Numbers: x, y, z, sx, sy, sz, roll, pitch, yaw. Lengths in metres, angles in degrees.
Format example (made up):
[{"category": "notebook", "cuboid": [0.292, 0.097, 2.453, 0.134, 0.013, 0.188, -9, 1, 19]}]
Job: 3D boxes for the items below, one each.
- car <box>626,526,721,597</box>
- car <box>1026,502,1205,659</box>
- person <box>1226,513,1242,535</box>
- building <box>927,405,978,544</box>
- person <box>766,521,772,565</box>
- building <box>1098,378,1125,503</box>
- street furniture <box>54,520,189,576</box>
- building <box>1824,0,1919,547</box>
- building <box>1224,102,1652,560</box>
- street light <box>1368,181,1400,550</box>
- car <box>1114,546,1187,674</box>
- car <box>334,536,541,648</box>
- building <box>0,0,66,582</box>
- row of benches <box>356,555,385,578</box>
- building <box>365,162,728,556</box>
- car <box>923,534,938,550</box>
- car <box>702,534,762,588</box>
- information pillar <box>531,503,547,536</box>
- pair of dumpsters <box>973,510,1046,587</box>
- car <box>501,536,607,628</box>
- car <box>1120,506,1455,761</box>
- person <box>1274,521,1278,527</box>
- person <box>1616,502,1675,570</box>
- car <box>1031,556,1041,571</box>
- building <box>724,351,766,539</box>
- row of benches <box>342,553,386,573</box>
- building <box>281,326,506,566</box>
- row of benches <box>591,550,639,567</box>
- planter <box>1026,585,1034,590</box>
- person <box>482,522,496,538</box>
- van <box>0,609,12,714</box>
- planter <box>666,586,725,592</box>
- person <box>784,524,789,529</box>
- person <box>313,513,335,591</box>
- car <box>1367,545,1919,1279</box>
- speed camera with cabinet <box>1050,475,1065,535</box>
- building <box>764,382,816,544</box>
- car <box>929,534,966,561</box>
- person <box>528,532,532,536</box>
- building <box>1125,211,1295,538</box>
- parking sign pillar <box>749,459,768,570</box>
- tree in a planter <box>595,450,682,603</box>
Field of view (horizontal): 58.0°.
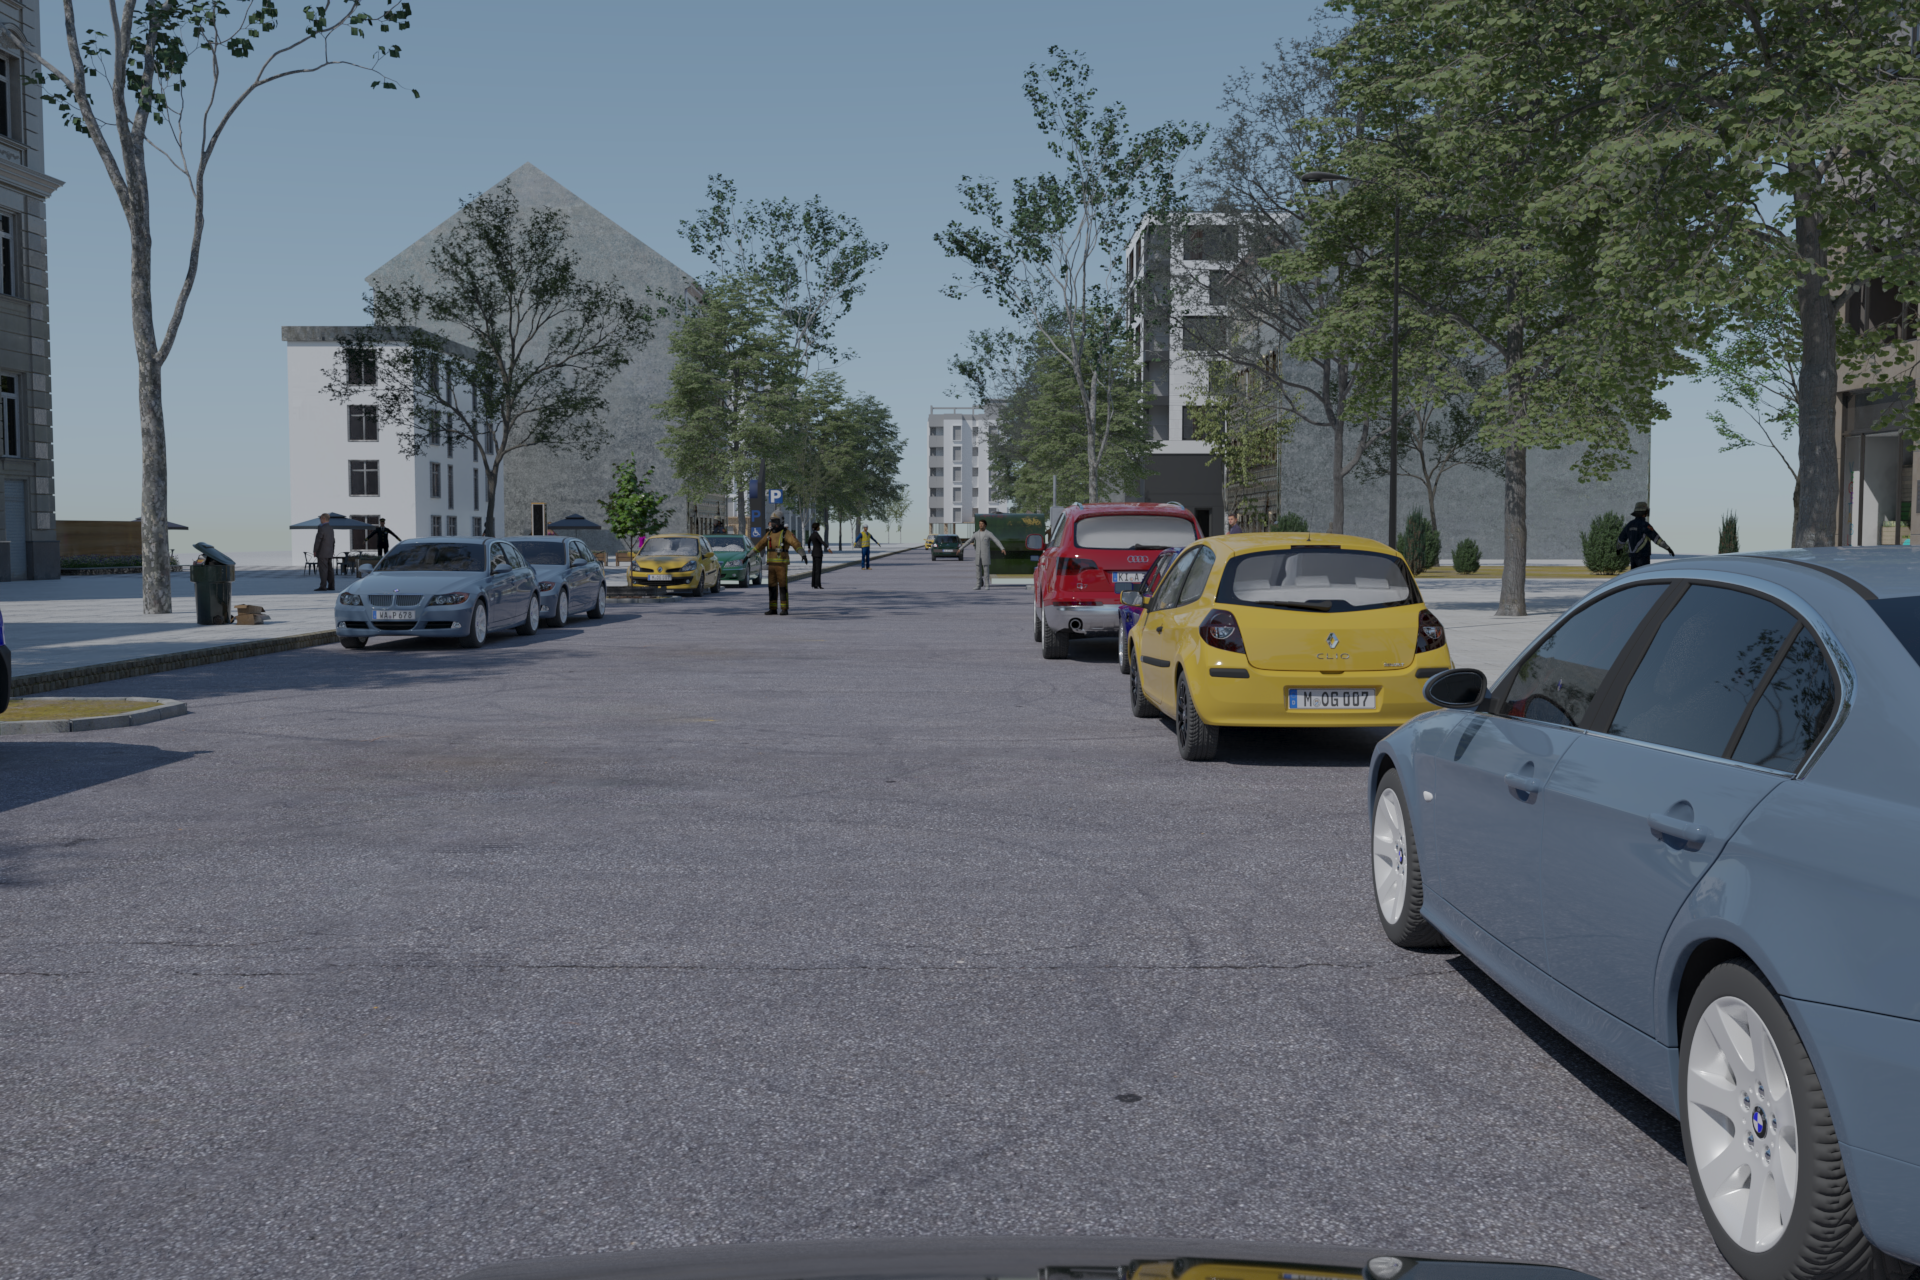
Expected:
[{"category": "car", "cuboid": [-6.705, -1.866, 40.739, 2.015, 1.641, 3.980, 0, 4, 1]}, {"category": "car", "cuboid": [1.968, -0.777, 21.371, 2.281, 1.827, 5.304, 0, 4, 1]}, {"category": "person", "cuboid": [5.718, -1.788, 36.190, 0.530, 1.710, 0.541, 0, 4, 1]}, {"category": "building", "cuboid": [-4.253, -23.643, 245.445, 11.380, 20.090, 16.016, 0, 4, -5]}, {"category": "person", "cuboid": [-7.769, -3.973, 71.138, 1.347, 1.806, 0.705, 0, 4, -8]}, {"category": "building", "cuboid": [24.635, -22.372, 196.714, 19.493, 23.208, 18.063, 0, 4, 0]}, {"category": "street furniture", "cuboid": [-29.779, -2.992, 55.768, 11.010, 1.723, 9.812, 0, 4, 5]}, {"category": "building", "cuboid": [26.815, -13.110, 17.558, 19.350, 26.588, 34.151, 0, 4, 1]}, {"category": "building", "cuboid": [25.246, -16.159, 95.127, 19.493, 23.208, 18.063, 0, 4, 0]}, {"category": "street light", "cuboid": [6.154, -3.047, 22.356, 1.470, 5.913, 1.316, 0, 4, 0]}, {"category": "car", "cuboid": [2.488, -0.243, 16.549, 1.945, 1.354, 3.894, 0, 4, 0]}, {"category": "car", "cuboid": [-6.879, -0.687, 23.243, 2.014, 1.417, 4.499, 0, 3, 0]}, {"category": "building", "cuboid": [-31.247, -14.616, 36.232, 12.463, 27.353, 25.104, 0, 4, 1]}, {"category": "row of benches", "cuboid": [-15.773, -2.205, 51.521, 4.104, 0.672, 1.422, -2, 4, -26]}, {"category": "building", "cuboid": [-25.522, -17.177, 111.769, 19.493, 23.208, 18.063, 0, 4, 0]}, {"category": "car", "cuboid": [-2.225, -8.802, 154.141, 2.015, 1.641, 3.980, 0, 4, 1]}, {"category": "car", "cuboid": [-6.537, -2.193, 47.648, 2.131, 1.459, 4.920, 0, 4, 0]}, {"category": "information pillar", "cuboid": [-9.913, -2.225, 40.873, 0.304, 2.012, 0.304, 0, 4, -1]}, {"category": "pair of dumpsters", "cuboid": [2.572, -2.597, 47.409, 4.436, 2.255, 1.574, 0, 4, -1]}, {"category": "car", "cuboid": [-6.928, -0.983, 28.070, 2.014, 1.417, 4.499, 0, 4, 1]}, {"category": "car", "cuboid": [2.215, -0.132, 12.390, 2.015, 1.641, 3.980, 0, 4, -1]}, {"category": "person", "cuboid": [13.777, -4.259, 75.493, 0.705, 1.847, 1.347, 3, 4, 36]}, {"category": "person", "cuboid": [11.865, -1.485, 30.155, 0.704, 1.845, 1.351, -1, 4, -21]}, {"category": "car", "cuboid": [2.513, -1.521, 37.455, 1.945, 1.354, 3.894, 0, 4, 1]}, {"category": "building", "cuboid": [-26.691, -19.811, 180.325, 16.016, 20.090, 11.380, 0, 4, 0]}, {"category": "row of benches", "cuboid": [-18.400, -2.550, 57.161, 4.104, 0.672, 1.422, 1, 4, 14]}, {"category": "building", "cuboid": [-26.547, -8.677, 84.012, 9.099, 9.664, 28.070, 0, 4, 0]}, {"category": "row of benches", "cuboid": [-14.453, -3.257, 68.710, 4.104, 0.672, 1.422, 0, 4, -4]}, {"category": "planter", "cuboid": [2.714, -1.454, 44.905, 1.991, 0.319, 1.994, 0, 3, 0]}, {"category": "person", "cuboid": [-20.124, -4.152, 74.027, 0.704, 1.843, 1.345, 1, 4, 13]}, {"category": "van", "cuboid": [-6.967, -0.268, 8.766, 2.240, 2.365, 5.245, 0, 3, 0]}, {"category": "planter", "cuboid": [-7.032, -1.395, 43.955, 1.991, 0.319, 1.994, 0, 4, 1]}, {"category": "person", "cuboid": [-8.445, -4.704, 83.378, 0.721, 1.772, 1.216, 0, 4, -5]}, {"category": "person", "cuboid": [-14.399, -1.991, 39.141, 0.434, 1.755, 0.990, 1, 4, 8]}, {"category": "car", "cuboid": [2.351, 0.456, 4.543, 2.014, 1.417, 4.499, 0, 4, 0]}, {"category": "speed camera with cabinet", "cuboid": [3.388, -3.866, 57.552, 0.660, 3.252, 2.038, 0, 4, -1]}, {"category": "building", "cuboid": [-28.005, -21.450, 217.159, 16.747, 18.905, 31.486, 0, 4, 1]}, {"category": "car", "cuboid": [-0.685, -5.102, 93.199, 2.009, 1.686, 4.222, 0, 4, -1]}, {"category": "person", "cuboid": [-17.919, -4.128, 73.713, 1.346, 1.802, 0.704, -2, 4, -28]}, {"category": "building", "cuboid": [25.743, -17.253, 126.057, 27.936, 21.610, 32.646, 0, 4, 0]}, {"category": "parking sign pillar", "cuboid": [-7.187, -4.472, 61.589, 1.447, 3.967, 1.447, 0, 4, -1]}, {"category": "tree in a planter", "cuboid": [-7.003, -2.424, 36.847, 1.991, 3.239, 1.994, 0, 4, 0]}]
